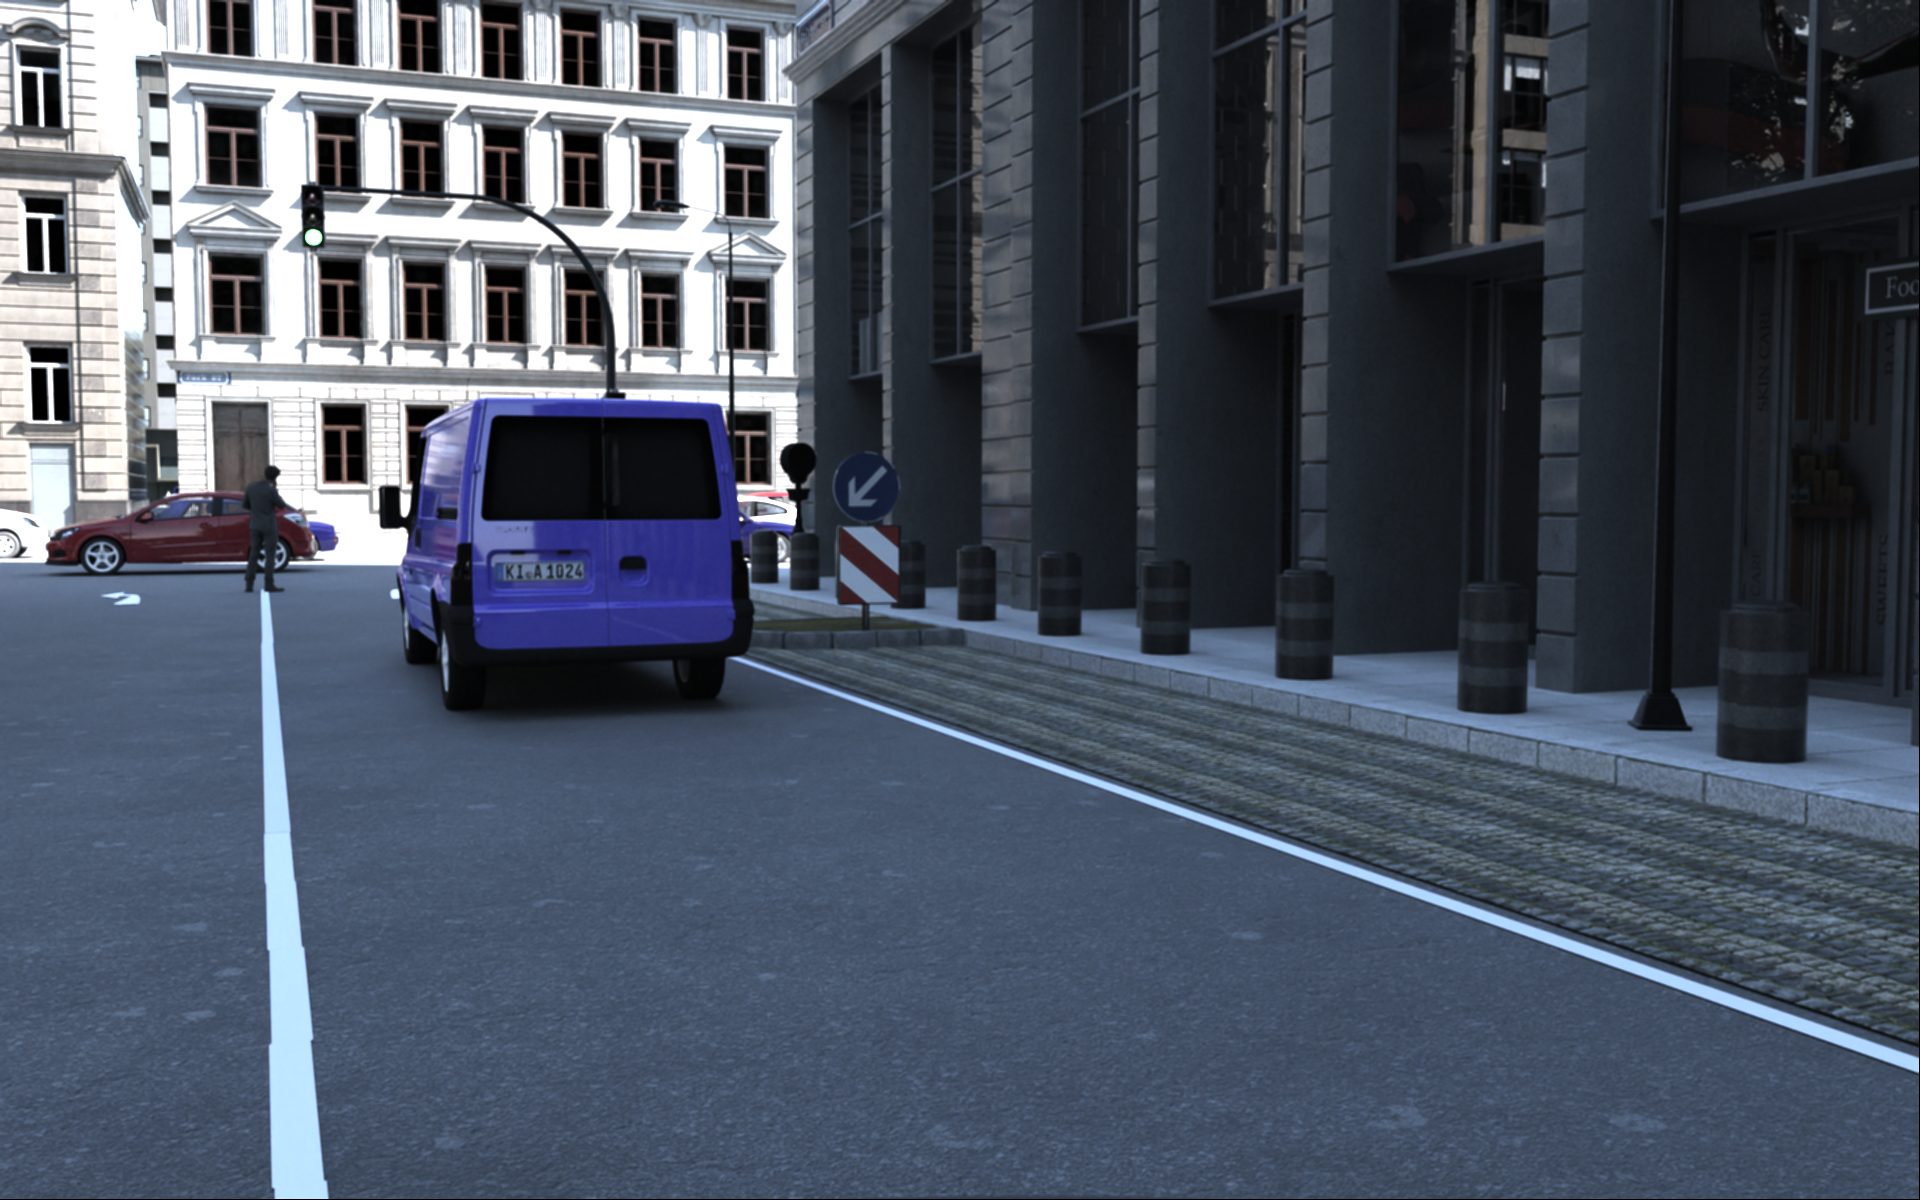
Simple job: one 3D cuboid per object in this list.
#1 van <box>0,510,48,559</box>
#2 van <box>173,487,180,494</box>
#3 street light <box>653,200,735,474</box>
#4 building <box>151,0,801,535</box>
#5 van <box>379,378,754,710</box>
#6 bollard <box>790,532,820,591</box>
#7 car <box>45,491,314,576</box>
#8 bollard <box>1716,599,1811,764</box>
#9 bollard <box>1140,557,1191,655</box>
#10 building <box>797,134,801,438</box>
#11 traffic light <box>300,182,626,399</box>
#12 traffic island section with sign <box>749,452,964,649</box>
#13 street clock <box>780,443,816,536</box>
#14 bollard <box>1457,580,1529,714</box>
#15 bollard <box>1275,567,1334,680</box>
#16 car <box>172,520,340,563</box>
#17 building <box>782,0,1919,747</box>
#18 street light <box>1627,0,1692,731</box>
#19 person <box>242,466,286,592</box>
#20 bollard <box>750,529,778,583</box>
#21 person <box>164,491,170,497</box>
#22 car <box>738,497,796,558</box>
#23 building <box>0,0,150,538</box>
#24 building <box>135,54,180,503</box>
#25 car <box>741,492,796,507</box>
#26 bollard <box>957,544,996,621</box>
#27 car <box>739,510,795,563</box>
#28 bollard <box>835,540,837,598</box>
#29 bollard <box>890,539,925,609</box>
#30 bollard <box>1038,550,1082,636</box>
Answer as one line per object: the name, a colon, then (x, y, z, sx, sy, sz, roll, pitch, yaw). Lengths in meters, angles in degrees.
van: (-22.600, -1.923, 38.459, 4.112, 2.044, 2.013, -1, 4, -22)
van: (-64.761, -8.600, 144.995, 2.240, 2.365, 5.245, -1, 4, -22)
street light: (-4.186, -3.376, 27.734, 1.470, 5.913, 1.316, -1, 4, -22)
building: (-16.577, -13.719, 60.464, 21.152, 22.565, 11.583, -1, 4, -22)
van: (-3.189, -0.547, 13.334, 2.240, 2.365, 5.245, -1, 4, -22)
bollard: (-2.081, -0.519, 23.198, 0.404, 0.777, 0.398, 0, 3, 0)
car: (-14.175, -1.379, 31.586, 4.494, 1.783, 2.155, -2, 4, -24)
bollard: (3.901, 0.385, 8.416, 0.404, 0.777, 0.398, 0, 3, 0)
bollard: (1.657, 0.046, 13.960, 0.404, 0.777, 0.398, 0, 3, 0)
building: (0.344, -14.571, 67.908, 15.834, 23.373, 12.332, -1, 4, -22)
traffic light: (-7.406, -3.158, 26.296, 4.771, 5.953, 1.251, -1, 4, -22)
traffic island section with sign: (-1.250, -0.505, 16.880, 1.989, 1.847, 2.006, -1, 4, -22)
street clock: (-2.295, -1.225, 24.596, 0.471, 2.002, 0.358, -3, 4, -37)
bollard: (3.158, 0.273, 10.259, 0.404, 0.777, 0.398, 0, 3, 0)
bollard: (2.409, 0.160, 12.106, 0.404, 0.777, 0.398, 0, 3, 0)
car: (-15.342, -1.496, 37.035, 3.894, 1.354, 1.945, -1, 4, -21)
building: (7.947, -14.529, 15.045, 11.434, 29.767, 29.804, -1, 4, -22)
street light: (3.340, -2.239, 9.144, 1.470, 5.913, 1.316, -1, 4, -22)
person: (-10.204, -1.046, 25.406, 0.655, 1.846, 0.447, 1, 4, 9)
bollard: (-2.827, -0.631, 25.040, 0.404, 0.777, 0.398, 0, 3, 0)
person: (-87.497, -11.135, 191.292, 0.721, 1.736, 1.217, 2, 4, 26)
car: (-5.291, -1.645, 39.264, 4.827, 1.381, 2.083, -1, 4, -22)
building: (-38.056, -15.536, 51.270, 25.104, 27.353, 12.463, -1, 4, -22)
building: (-100.133, -37.741, 206.296, 27.495, 52.752, 28.713, -1, 4, -22)
car: (-5.235, -2.160, 44.362, 4.494, 1.783, 2.155, -2, 4, -23)
bollard: (0.170, -0.179, 17.648, 0.404, 0.777, 0.398, 0, 3, 0)
car: (-5.207, -1.439, 36.106, 3.894, 1.354, 1.945, -1, 4, -22)
bollard: (-1.337, -0.406, 21.355, 0.404, 0.777, 0.398, 0, 3, 0)
bollard: (-0.587, -0.293, 19.514, 0.404, 0.777, 0.398, 0, 3, 0)
bollard: (0.909, -0.066, 15.804, 0.404, 0.777, 0.398, 0, 3, 0)
